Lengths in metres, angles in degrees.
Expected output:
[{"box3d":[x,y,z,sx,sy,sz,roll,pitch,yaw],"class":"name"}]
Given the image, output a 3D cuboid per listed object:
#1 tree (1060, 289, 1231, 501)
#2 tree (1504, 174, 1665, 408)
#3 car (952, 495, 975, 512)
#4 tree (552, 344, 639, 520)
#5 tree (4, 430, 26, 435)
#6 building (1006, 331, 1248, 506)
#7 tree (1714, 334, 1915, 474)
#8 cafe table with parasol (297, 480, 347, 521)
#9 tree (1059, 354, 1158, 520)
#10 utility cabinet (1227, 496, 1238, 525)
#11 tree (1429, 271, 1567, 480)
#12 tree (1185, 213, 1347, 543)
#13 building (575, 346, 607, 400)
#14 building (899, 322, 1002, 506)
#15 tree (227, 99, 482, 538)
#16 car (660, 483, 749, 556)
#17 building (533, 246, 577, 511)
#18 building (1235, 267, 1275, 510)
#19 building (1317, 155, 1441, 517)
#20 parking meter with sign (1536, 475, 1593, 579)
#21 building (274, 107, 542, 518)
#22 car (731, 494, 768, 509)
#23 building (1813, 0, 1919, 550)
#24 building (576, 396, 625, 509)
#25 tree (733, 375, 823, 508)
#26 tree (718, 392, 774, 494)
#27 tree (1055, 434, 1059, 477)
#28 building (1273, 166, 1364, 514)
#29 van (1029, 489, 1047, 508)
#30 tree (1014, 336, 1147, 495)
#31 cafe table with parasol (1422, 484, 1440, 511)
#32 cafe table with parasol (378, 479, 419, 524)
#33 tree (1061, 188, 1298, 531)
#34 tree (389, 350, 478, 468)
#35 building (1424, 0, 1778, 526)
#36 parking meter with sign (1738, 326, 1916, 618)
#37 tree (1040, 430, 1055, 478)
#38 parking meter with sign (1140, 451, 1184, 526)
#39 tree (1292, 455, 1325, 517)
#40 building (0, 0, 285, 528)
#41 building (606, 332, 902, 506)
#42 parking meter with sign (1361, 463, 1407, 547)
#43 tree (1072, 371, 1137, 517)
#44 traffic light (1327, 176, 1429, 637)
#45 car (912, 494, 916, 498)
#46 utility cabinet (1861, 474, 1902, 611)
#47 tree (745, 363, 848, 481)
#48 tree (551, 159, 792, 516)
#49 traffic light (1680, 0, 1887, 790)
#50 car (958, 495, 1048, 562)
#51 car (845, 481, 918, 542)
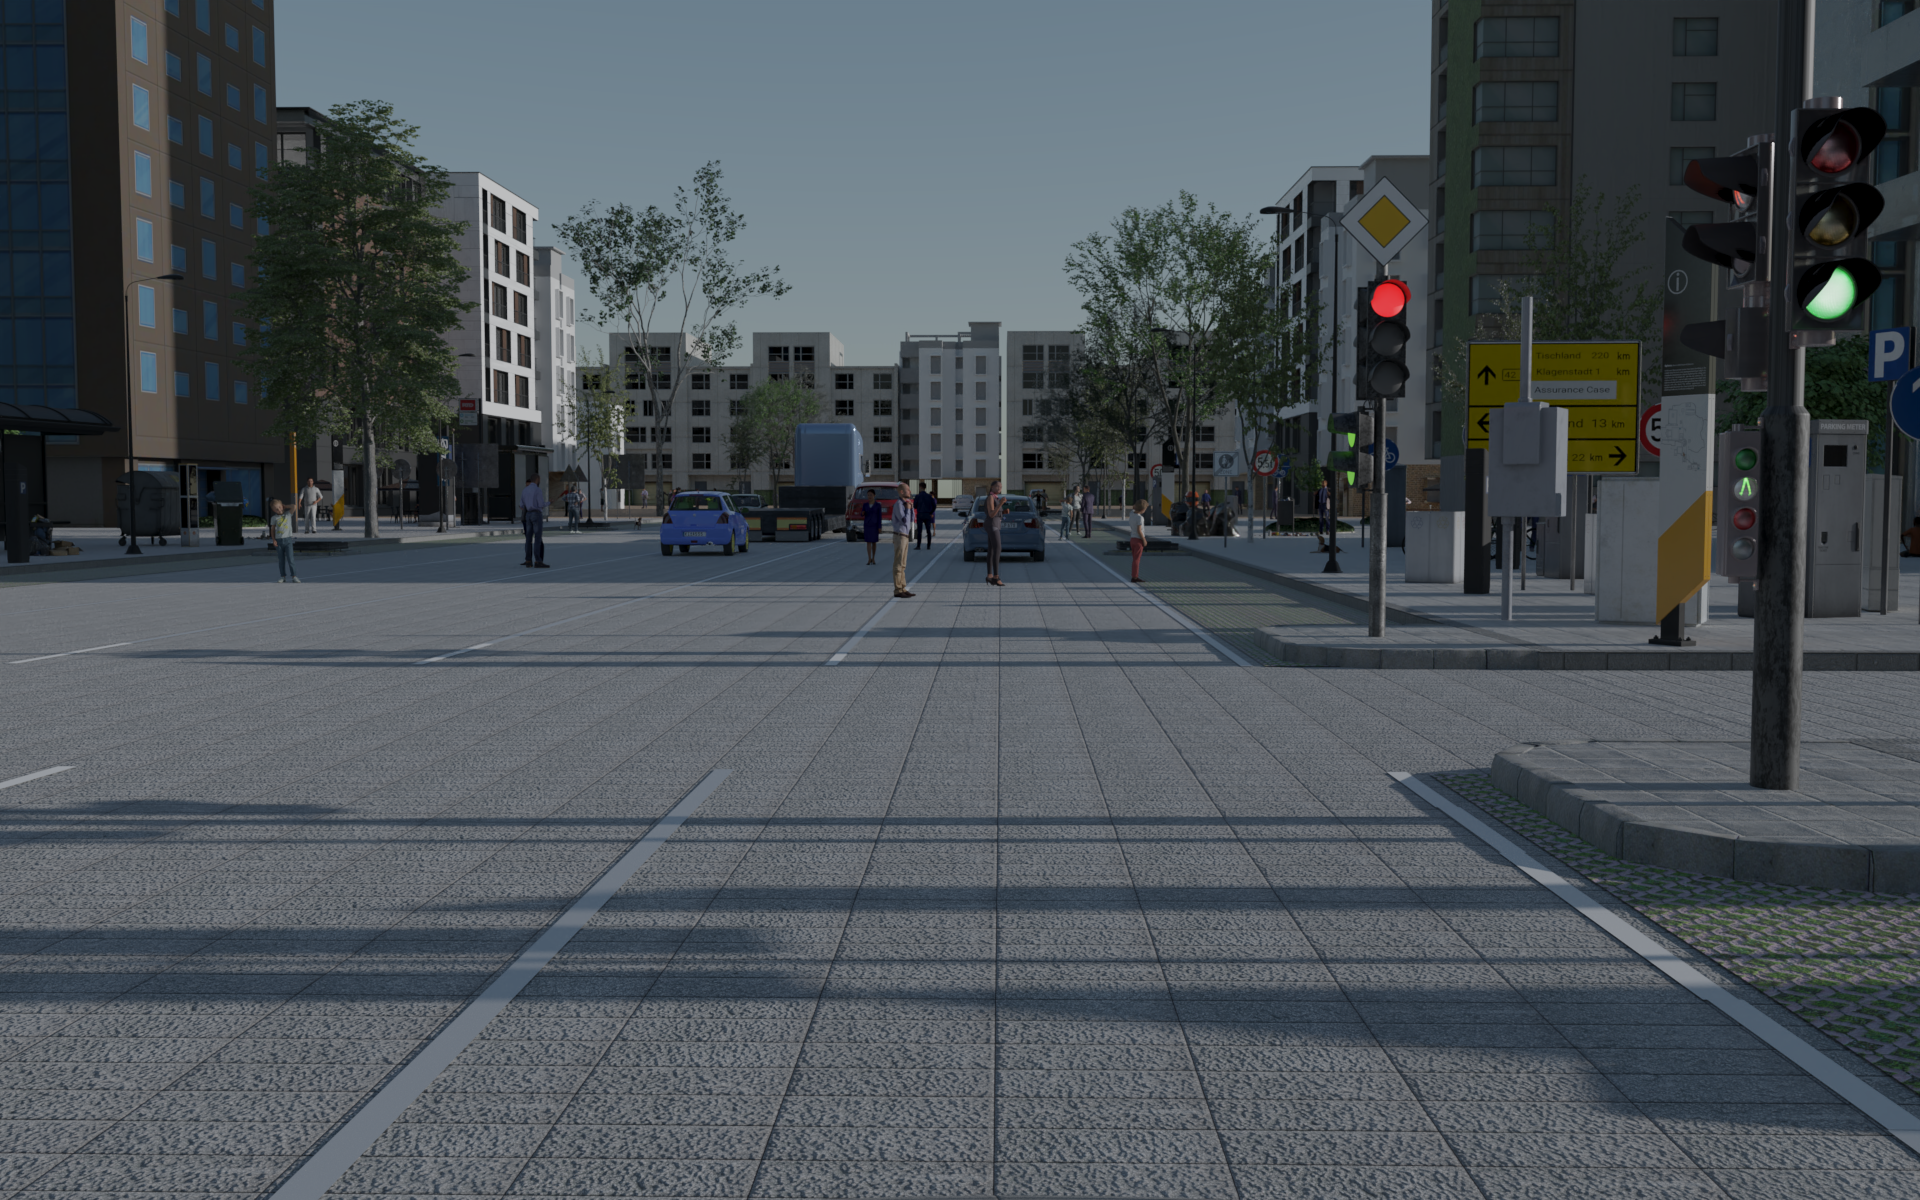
[{"box3d":[8.214,-8.798,78.257,8.767,10.594,7.601,1,4,19],"class":"tree"},{"box3d":[14.877,-5.532,40.816,4.737,8.622,4.395,0,3,0],"class":"tree"},{"box3d":[0.390,-7.766,139.342,2.083,1.381,4.827,0,4,3],"class":"car"},{"box3d":[-17.470,-8.191,84.291,4.737,8.622,4.395,0,3,0],"class":"tree"},{"box3d":[-34.957,-4.779,61.857,4.285,4.588,4.351,0,3,0],"class":"tree"},{"box3d":[21.035,-20.148,195.869,31.486,18.905,16.747,0,4,1],"class":"building"},{"box3d":[14.990,-2.851,30.335,4.285,4.588,4.351,0,3,0],"class":"tree"},{"box3d":[-30.133,-4.708,81.835,2.610,1.966,2.610,2,4,24],"class":"cafe table with parasol"},{"box3d":[7.856,-8.262,85.442,4.360,8.622,3.978,0,3,0],"class":"tree"},{"box3d":[11.474,-3.777,72.920,0.306,1.237,1.020,1,4,20],"class":"utility cabinet"},{"box3d":[17.989,-6.533,57.173,4.360,8.622,3.978,0,3,0],"class":"tree"},{"box3d":[7.718,-5.805,45.278,4.737,8.622,4.395,0,3,0],"class":"tree"},{"box3d":[-54.381,-20.319,198.666,31.486,18.905,16.747,0,4,1],"class":"building"},{"box3d":[-0.984,-20.805,196.575,11.380,20.091,16.016,0,4,1],"class":"building"},{"box3d":[-17.498,-8.080,50.238,7.486,12.596,7.792,0,3,0],"class":"tree"},{"box3d":[-6.068,-1.949,41.465,1.945,1.707,3.694,0,4,0],"class":"car"},{"box3d":[-37.554,-16.760,130.449,16.016,20.091,11.380,0,4,1],"class":"building"},{"box3d":[31.644,-17.756,146.730,16.016,20.091,11.380,0,4,1],"class":"building"},{"box3d":[29.628,-15.047,102.437,16.016,20.091,11.380,0,4,1],"class":"building"},{"box3d":[9.231,-1.836,26.279,0.543,3.016,1.738,0,4,-2],"class":"parking meter with sign"},{"box3d":[-44.376,-16.164,108.252,27.936,21.610,32.646,0,4,1],"class":"building"},{"box3d":[-8.610,-3.636,69.240,2.009,1.686,4.222,0,4,0],"class":"car"},{"box3d":[35.756,-25.588,37.971,30.456,49.044,23.786,0,4,1],"class":"building"},{"box3d":[-43.818,-12.691,149.644,28.070,9.664,9.099,0,4,1],"class":"building"},{"box3d":[-15.869,-13.695,149.668,9.928,11.665,9.643,0,3,0],"class":"tree"},{"box3d":[-15.607,-10.697,125.255,4.360,8.622,3.978,0,3,0],"class":"tree"},{"box3d":[8.488,-9.599,107.307,4.360,8.622,3.978,0,3,0],"class":"tree"},{"box3d":[36.164,-17.140,124.215,27.936,21.610,32.646,0,4,1],"class":"building"},{"box3d":[6.856,-8.969,153.651,2.013,2.044,4.112,0,4,1],"class":"van"},{"box3d":[9.600,-13.630,133.212,12.009,13.543,11.850,0,3,0],"class":"tree"},{"box3d":[23.968,-4.905,85.056,2.610,1.966,2.610,0,4,3],"class":"cafe table with parasol"},{"box3d":[-24.172,-4.354,76.046,2.610,1.966,2.610,0,4,2],"class":"cafe table with parasol"},{"box3d":[7.736,-8.240,60.474,9.928,11.665,9.643,0,3,0],"class":"tree"},{"box3d":[-25.273,-8.035,81.730,4.737,8.622,4.395,0,3,0],"class":"tree"},{"box3d":[27.772,-23.945,75.099,14.154,41.232,14.086,0,4,1],"class":"building"},{"box3d":[9.011,-1.334,18.080,1.738,3.016,0.543,-1,4,-15],"class":"parking meter with sign"},{"box3d":[9.791,-13.163,165.572,4.360,8.622,3.978,0,3,0],"class":"tree"},{"box3d":[8.215,-4.550,70.660,1.738,3.016,0.543,-1,4,-19],"class":"parking meter with sign"},{"box3d":[17.397,-5.524,84.923,1.663,3.219,1.824,0,3,0],"class":"tree"},{"box3d":[-37.932,-25.744,71.025,14.600,45.320,14.200,0,4,1],"class":"building"},{"box3d":[-22.397,-20.258,197.679,31.486,18.905,16.747,0,4,1],"class":"building"},{"box3d":[10.435,-2.791,41.887,1.738,3.016,0.543,-2,4,-24],"class":"parking meter with sign"},{"box3d":[8.332,-8.961,96.872,4.737,8.622,4.395,0,3,0],"class":"tree"},{"box3d":[3.736,-1.625,15.490,0.839,4.253,0.868,0,4,1],"class":"traffic light"},{"box3d":[-3.251,-6.780,122.651,2.131,1.459,4.920,0,4,1],"class":"car"},{"box3d":[10.168,-0.648,19.270,0.318,1.500,1.173,1,4,16],"class":"utility cabinet"},{"box3d":[-15.173,-15.320,160.855,12.009,13.543,11.850,0,3,0],"class":"tree"},{"box3d":[-16.319,-14.828,98.325,12.611,20.169,13.585,0,3,0],"class":"tree"},{"box3d":[1.454,-2.003,7.415,4.771,5.953,1.251,0,4,1],"class":"traffic light"},{"box3d":[0.949,-1.592,38.035,2.014,1.417,4.499,0,4,1],"class":"car"},{"box3d":[-2.335,-2.733,53.352,2.281,1.827,5.304,0,4,2],"class":"car"}]
